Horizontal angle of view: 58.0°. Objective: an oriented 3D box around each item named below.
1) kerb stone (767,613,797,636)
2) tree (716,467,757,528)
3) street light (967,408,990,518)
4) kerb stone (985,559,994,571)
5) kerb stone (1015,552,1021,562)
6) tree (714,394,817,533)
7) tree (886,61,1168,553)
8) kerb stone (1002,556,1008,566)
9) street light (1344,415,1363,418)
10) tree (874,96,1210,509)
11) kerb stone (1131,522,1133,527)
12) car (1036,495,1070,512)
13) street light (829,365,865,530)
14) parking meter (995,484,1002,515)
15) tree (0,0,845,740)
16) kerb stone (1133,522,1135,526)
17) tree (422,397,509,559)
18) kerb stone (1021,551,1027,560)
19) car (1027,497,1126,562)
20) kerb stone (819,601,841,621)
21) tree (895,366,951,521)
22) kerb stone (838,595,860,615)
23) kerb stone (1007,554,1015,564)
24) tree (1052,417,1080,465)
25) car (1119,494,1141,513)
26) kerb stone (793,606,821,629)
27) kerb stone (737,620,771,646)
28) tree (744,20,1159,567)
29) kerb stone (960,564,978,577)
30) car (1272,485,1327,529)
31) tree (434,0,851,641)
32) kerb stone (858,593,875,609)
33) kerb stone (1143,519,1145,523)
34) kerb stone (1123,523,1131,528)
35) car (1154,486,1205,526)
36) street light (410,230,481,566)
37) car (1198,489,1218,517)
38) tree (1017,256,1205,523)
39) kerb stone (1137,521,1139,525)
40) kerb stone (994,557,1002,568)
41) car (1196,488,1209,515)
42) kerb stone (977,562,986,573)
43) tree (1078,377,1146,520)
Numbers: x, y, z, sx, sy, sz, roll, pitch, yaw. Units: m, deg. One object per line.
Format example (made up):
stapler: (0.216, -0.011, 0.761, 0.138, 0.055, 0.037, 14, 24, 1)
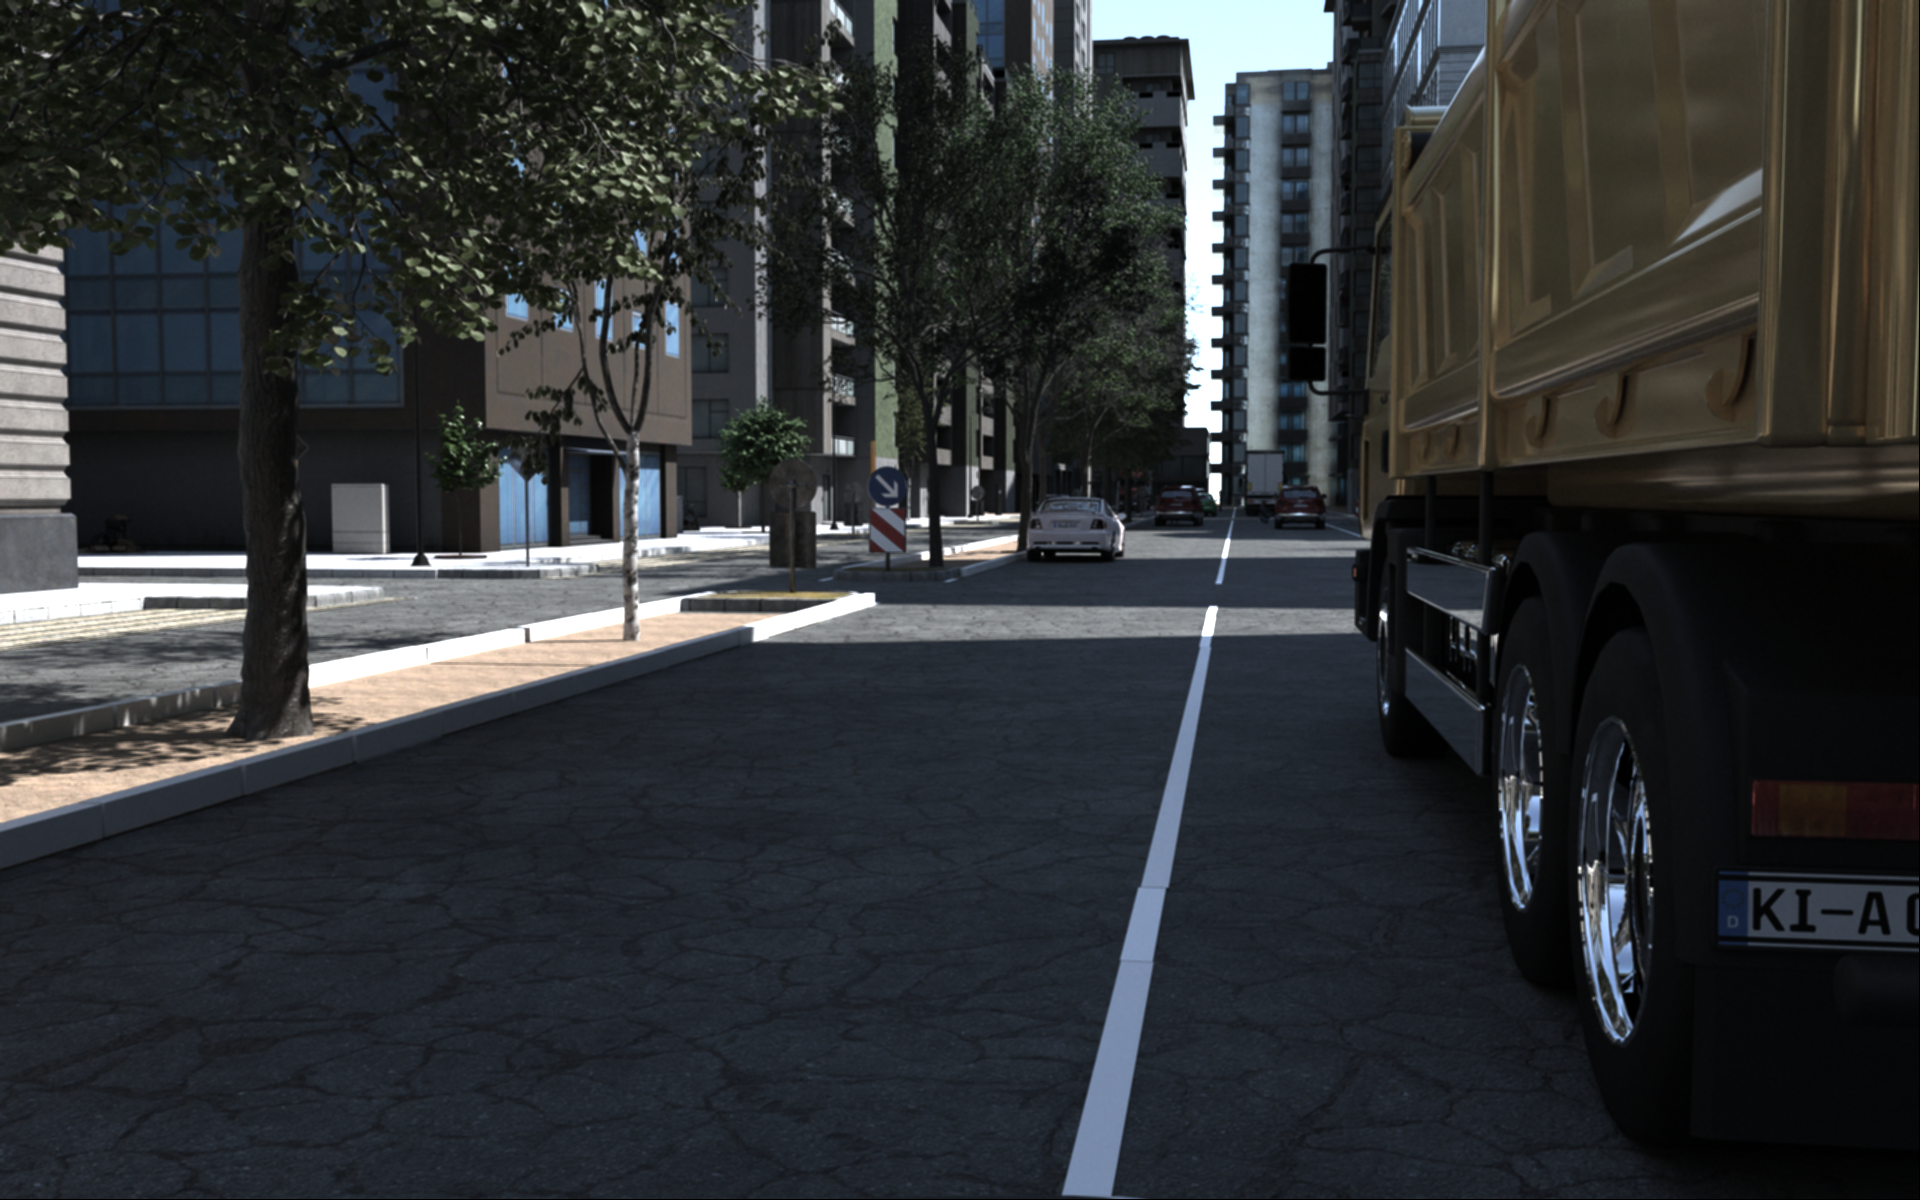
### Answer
kerb stone: (-1.891, 0.267, 17.839, 0.120, 0.150, 1.000, 1, 4, 9)
tree: (-8.424, -4.321, 65.242, 1.663, 3.219, 1.824, 0, 3, 0)
street light: (1.097, -7.427, 93.974, 1.470, 5.913, 1.316, 1, 4, 9)
kerb stone: (0.457, -0.631, 32.508, 0.120, 0.150, 1.000, 1, 4, 9)
kerb stone: (1.108, -0.877, 36.557, 0.120, 0.150, 1.000, 1, 4, 9)
tree: (-6.422, -4.492, 57.153, 4.285, 4.588, 4.351, 0, 3, 0)
tree: (1.665, -6.932, 41.544, 9.928, 11.665, 9.643, 0, 3, 0)
kerb stone: (0.784, -0.754, 34.531, 0.120, 0.150, 1.000, 1, 4, 9)
street light: (23.254, -7.900, 101.712, 1.470, 5.913, 1.316, 1, 4, 9)
tree: (2.555, -8.584, 53.174, 12.009, 13.543, 11.850, 0, 3, 0)
kerb stone: (7.300, -3.231, 75.029, 0.120, 0.150, 1.000, 1, 4, 9)
car: (4.981, -4.750, 89.662, 2.014, 1.417, 4.499, 1, 4, 9)
street light: (-3.999, -5.481, 62.151, 1.470, 5.913, 1.316, 1, 4, 9)
parking meter: (2.344, -6.061, 104.816, 0.399, 1.863, 0.255, -3, 4, -38)
tree: (-4.090, -5.487, 10.301, 7.486, 12.596, 7.792, 0, 3, 0)
kerb stone: (7.463, -3.294, 76.045, 0.120, 0.150, 1.000, 1, 4, 9)
tree: (-10.052, -2.437, 34.447, 1.663, 3.219, 1.824, 0, 3, 0)
kerb stone: (1.275, -0.940, 37.566, 0.120, 0.150, 1.000, 1, 4, 9)
car: (2.585, -1.578, 38.162, 2.083, 1.381, 4.827, 1, 4, 10)
kerb stone: (-1.563, 0.141, 19.882, 0.120, 0.150, 1.000, 1, 4, 9)
tree: (-2.475, -8.126, 83.223, 4.737, 8.622, 4.395, 0, 3, 0)
kerb stone: (-1.407, 0.080, 20.894, 0.120, 0.150, 1.000, 1, 4, 9)
kerb stone: (0.950, -0.816, 35.544, 0.120, 0.150, 1.000, 1, 4, 9)
tree: (9.272, -12.694, 157.905, 4.737, 8.622, 4.395, 0, 3, 0)
car: (13.170, -7.654, 134.934, 2.009, 1.686, 4.222, 0, 4, 8)
kerb stone: (-1.725, 0.204, 18.865, 0.120, 0.150, 1.000, 1, 4, 9)
kerb stone: (-2.052, 0.328, 16.826, 0.120, 0.150, 1.000, 1, 4, 9)
tree: (-0.369, -5.876, 32.942, 8.767, 10.594, 7.601, 1, 4, 9)
kerb stone: (0.140, -0.505, 30.480, 0.120, 0.150, 1.000, 1, 4, 9)
car: (14.178, -3.895, 72.355, 2.281, 1.827, 5.304, 1, 4, 10)
tree: (-3.174, -3.915, 16.829, 4.360, 8.622, 3.978, 0, 3, 0)
kerb stone: (-1.239, 0.018, 21.906, 0.120, 0.150, 1.000, 1, 4, 9)
kerb stone: (8.758, -3.790, 84.160, 0.120, 0.150, 1.000, 1, 4, 9)
kerb stone: (7.130, -3.169, 74.016, 0.120, 0.150, 1.000, 1, 4, 9)
car: (9.999, -4.294, 78.881, 2.281, 1.827, 5.304, 1, 4, 10)
street light: (-9.094, -3.554, 30.657, 1.470, 5.913, 1.316, 1, 4, 9)
car: (15.573, -6.268, 111.283, 1.959, 1.807, 4.718, 1, 4, 11)
tree: (6.139, -9.315, 72.882, 7.486, 12.596, 7.792, 0, 3, 0)
kerb stone: (7.948, -3.479, 79.079, 0.120, 0.150, 1.000, 1, 4, 9)
kerb stone: (0.628, -0.691, 33.516, 0.120, 0.150, 1.000, 1, 4, 9)
car: (15.916, -6.676, 117.825, 2.281, 1.827, 5.304, 1, 4, 8)
kerb stone: (0.293, -0.568, 31.490, 0.120, 0.150, 1.000, 1, 4, 9)
tree: (7.321, -7.787, 80.136, 4.360, 8.622, 3.978, 0, 3, 0)
